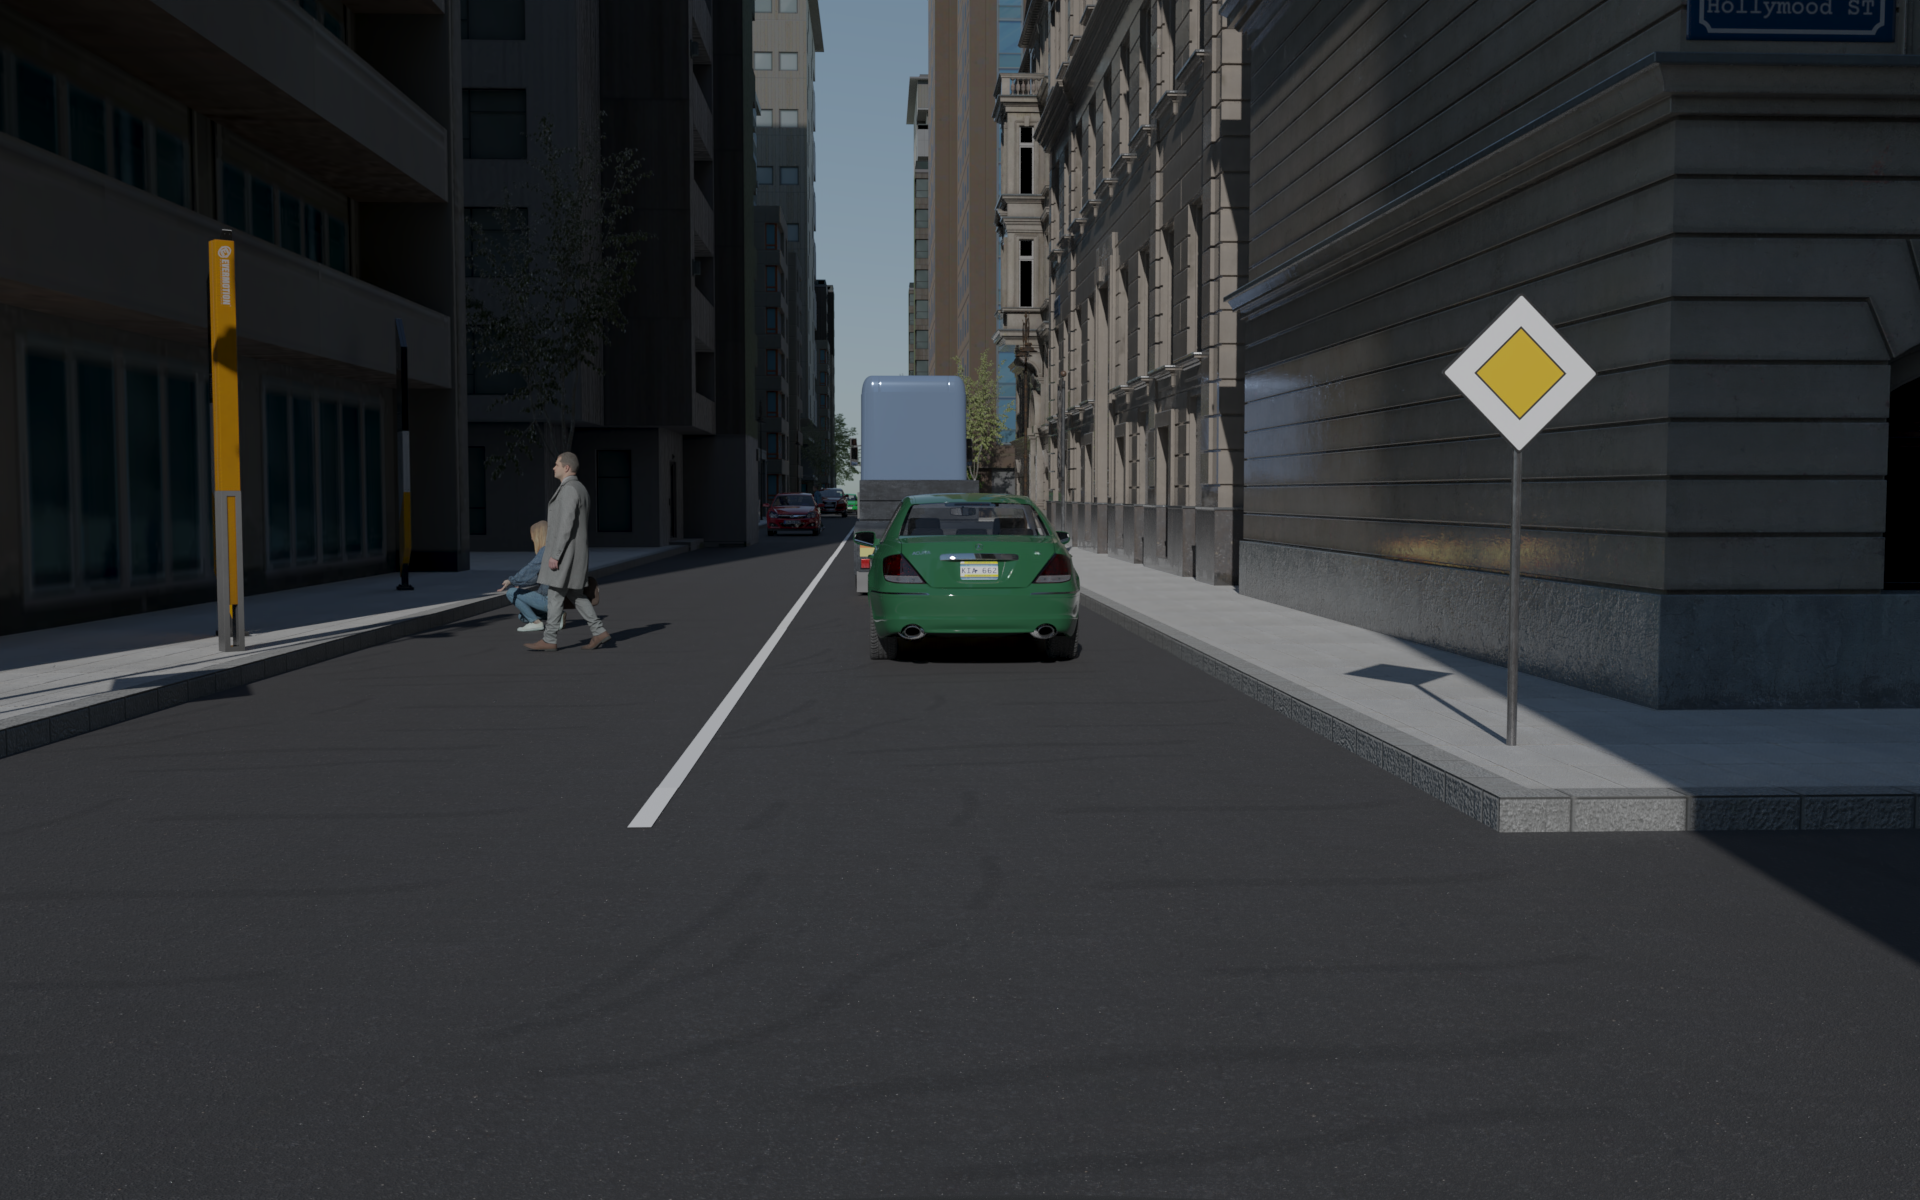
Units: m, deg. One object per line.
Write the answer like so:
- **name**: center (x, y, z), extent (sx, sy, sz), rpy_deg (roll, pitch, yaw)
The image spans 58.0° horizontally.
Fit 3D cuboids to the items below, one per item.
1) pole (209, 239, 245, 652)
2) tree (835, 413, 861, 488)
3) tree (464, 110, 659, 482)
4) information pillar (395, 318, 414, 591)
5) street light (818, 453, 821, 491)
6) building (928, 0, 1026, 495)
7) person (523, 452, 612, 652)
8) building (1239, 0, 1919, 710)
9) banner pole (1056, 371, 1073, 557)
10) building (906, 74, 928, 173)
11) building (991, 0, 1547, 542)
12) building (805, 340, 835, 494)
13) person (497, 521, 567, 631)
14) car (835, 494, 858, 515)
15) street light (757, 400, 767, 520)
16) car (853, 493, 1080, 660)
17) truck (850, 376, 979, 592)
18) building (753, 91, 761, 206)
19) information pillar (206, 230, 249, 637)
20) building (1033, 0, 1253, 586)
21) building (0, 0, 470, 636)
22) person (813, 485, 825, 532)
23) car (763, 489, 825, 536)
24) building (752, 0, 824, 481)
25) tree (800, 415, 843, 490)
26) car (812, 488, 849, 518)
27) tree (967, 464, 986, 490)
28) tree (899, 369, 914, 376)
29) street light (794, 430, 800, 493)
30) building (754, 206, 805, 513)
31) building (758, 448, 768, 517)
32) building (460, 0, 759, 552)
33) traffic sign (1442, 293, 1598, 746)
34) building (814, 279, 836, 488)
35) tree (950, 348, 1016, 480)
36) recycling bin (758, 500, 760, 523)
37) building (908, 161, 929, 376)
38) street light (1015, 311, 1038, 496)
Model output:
- **pole**: center (-5.946, -1.235, 14.044), extent (0.158, 3.312, 0.155), rpy_deg (0, 3, 0)
- **tree**: center (-17.427, -19.839, 242.487), extent (7.486, 12.596, 7.792), rpy_deg (0, 3, 0)
- **tree**: center (-7.766, -5.061, 33.111), extent (4.360, 8.622, 3.978), rpy_deg (0, 3, 0)
- **information pillar**: center (-7.390, -1.935, 22.993), extent (0.183, 3.616, 0.504), rpy_deg (-2, 4, -26)
- **street light**: center (-13.741, -11.968, 168.457), extent (0.468, 5.910, 1.993), rpy_deg (0, 4, -3)
- **building**: center (5.021, -28.373, 114.014), extent (14.600, 45.320, 14.200), rpy_deg (0, 4, -3)
- **person**: center (-3.601, -0.442, 15.833), extent (0.767, 1.812, 0.694), rpy_deg (0, 3, 0)
- **building**: center (20.808, -12.011, 15.462), extent (34.723, 24.649, 14.460), rpy_deg (0, 4, -3)
- **banner pole**: center (2.042, -2.752, 35.010), extent (0.401, 3.779, 0.863), rpy_deg (1, 4, 15)
- **building**: center (7.922, -38.302, 215.470), extent (28.713, 52.752, 27.495), rpy_deg (0, 4, -3)
- **building**: center (8.542, -15.118, 66.259), extent (14.460, 24.649, 34.723), rpy_deg (0, 4, -3)
- **building**: center (-29.306, -22.215, 208.258), extent (27.650, 21.520, 28.899), rpy_deg (0, 4, -3)
- **person**: center (-4.515, -0.254, 18.150), extent (0.738, 1.151, 1.012), rpy_deg (1, 4, 8)
- **car**: center (-7.835, -6.828, 120.439), extent (1.959, 1.807, 4.718), rpy_deg (0, 4, -5)
- **street light**: center (-9.766, -6.864, 85.019), extent (0.468, 5.910, 1.993), rpy_deg (0, 4, -3)
- **car**: center (0.048, -0.283, 16.433), extent (2.131, 1.459, 4.920), rpy_deg (0, 4, -3)
- **truck**: center (-0.754, -2.681, 33.588), extent (2.967, 4.110, 18.799), rpy_deg (0, 4, -3)
- **building**: center (-29.550, -27.624, 143.531), extent (32.217, 40.220, 23.993), rpy_deg (0, 4, -3)
- **information pillar**: center (-6.636, -1.484, 15.619), extent (0.183, 3.616, 0.504), rpy_deg (-3, 5, -41)
- **building**: center (8.616, -14.586, 35.744), extent (12.463, 27.353, 25.104), rpy_deg (0, 4, -3)
- **building**: center (-18.437, -24.047, 16.864), extent (21.300, 48.544, 21.600), rpy_deg (0, 4, -3)
- **person**: center (-5.251, -3.398, 64.395), extent (0.444, 1.785, 0.601), rpy_deg (1, 4, 16)
- **car**: center (-5.817, -3.165, 60.784), extent (2.155, 1.783, 4.494), rpy_deg (0, 4, -4)
- **building**: center (-28.686, -36.081, 179.158), extent (28.713, 52.752, 27.495), rpy_deg (0, 4, -3)
- **tree**: center (-13.144, -12.866, 160.719), extent (4.360, 8.622, 3.978), rpy_deg (0, 3, 0)
- **car**: center (-7.996, -6.026, 107.205), extent (2.281, 1.827, 5.304), rpy_deg (0, 4, -2)
- **tree**: center (0.298, -5.989, 92.522), extent (1.663, 3.219, 1.824), rpy_deg (0, 3, 0)
- **tree**: center (-4.359, -15.815, 168.940), extent (12.009, 13.543, 11.850), rpy_deg (0, 3, 0)
- **street light**: center (-11.644, -9.263, 124.244), extent (0.468, 5.910, 1.993), rpy_deg (0, 4, -3)
- **building**: center (-25.240, -16.687, 117.879), extent (27.650, 21.520, 28.899), rpy_deg (0, 4, -3)
- **building**: center (-21.009, -39.972, 91.800), extent (20.563, 71.187, 20.611), rpy_deg (0, 4, -3)
- **building**: center (-12.691, -16.625, 43.520), extent (14.160, 30.474, 14.107), rpy_deg (0, 4, -3)
- **traffic sign**: center (2.812, -0.314, 8.776), extent (0.795, 2.450, 0.064), rpy_deg (0, 4, -3)
- **building**: center (-23.794, -28.014, 229.731), extent (14.160, 30.474, 14.107), rpy_deg (0, 4, -3)
- **tree**: center (0.740, -8.429, 88.176), extent (4.737, 8.622, 4.395), rpy_deg (0, 3, 0)
- **recycling bin**: center (-9.321, -3.956, 77.235), extent (0.722, 1.027, 0.722), rpy_deg (0, 4, 2)
- **building**: center (2.909, -23.325, 153.063), extent (14.160, 30.474, 14.107), rpy_deg (0, 4, -3)
- **street light**: center (1.660, -4.342, 43.784), extent (0.468, 5.910, 1.993), rpy_deg (0, 4, -3)
